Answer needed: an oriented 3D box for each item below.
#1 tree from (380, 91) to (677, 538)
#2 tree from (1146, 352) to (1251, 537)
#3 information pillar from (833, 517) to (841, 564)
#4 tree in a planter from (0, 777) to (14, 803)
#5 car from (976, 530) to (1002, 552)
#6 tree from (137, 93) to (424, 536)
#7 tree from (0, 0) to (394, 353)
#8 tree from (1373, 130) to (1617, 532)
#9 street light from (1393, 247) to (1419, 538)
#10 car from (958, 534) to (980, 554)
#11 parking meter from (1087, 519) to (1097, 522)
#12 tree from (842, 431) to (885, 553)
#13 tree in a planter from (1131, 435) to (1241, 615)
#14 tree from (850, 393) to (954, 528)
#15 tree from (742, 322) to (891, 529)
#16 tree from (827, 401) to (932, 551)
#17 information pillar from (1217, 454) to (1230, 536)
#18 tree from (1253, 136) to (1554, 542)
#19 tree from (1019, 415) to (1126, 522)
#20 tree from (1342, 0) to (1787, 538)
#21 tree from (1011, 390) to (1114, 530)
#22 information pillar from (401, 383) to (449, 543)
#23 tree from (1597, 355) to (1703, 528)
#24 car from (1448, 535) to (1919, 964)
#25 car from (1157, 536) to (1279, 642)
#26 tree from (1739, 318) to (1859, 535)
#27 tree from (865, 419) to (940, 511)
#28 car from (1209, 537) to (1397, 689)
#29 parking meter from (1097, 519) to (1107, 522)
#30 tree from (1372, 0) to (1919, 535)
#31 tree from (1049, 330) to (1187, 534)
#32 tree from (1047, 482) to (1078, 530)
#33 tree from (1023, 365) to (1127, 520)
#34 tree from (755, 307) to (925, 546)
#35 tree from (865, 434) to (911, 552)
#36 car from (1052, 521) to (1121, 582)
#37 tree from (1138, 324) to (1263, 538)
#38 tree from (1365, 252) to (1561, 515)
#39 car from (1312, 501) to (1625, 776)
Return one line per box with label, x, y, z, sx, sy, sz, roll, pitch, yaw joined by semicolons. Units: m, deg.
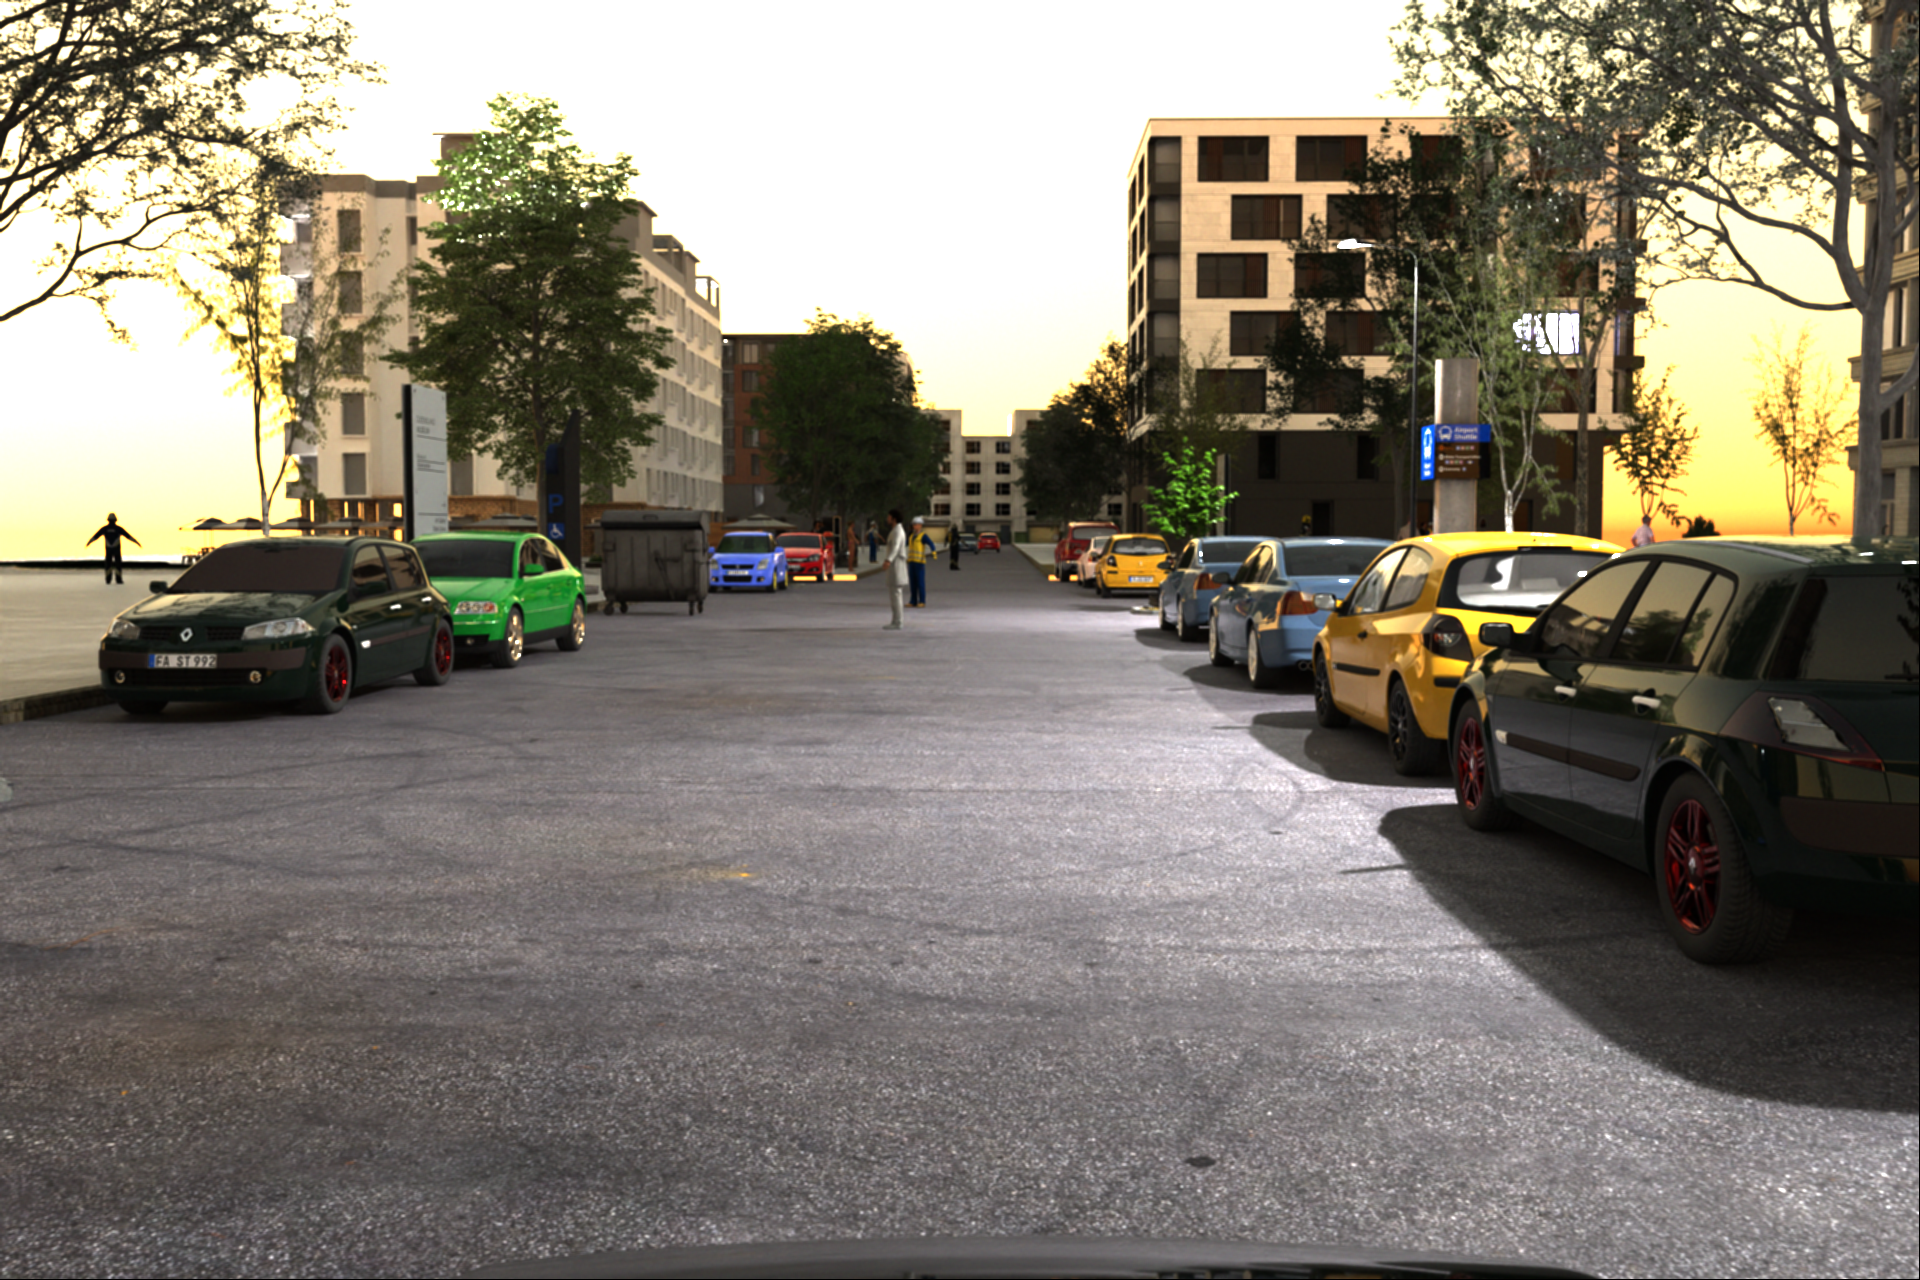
tree;-11.316;-7.790;45.492;7.486;12.596;7.792;0;3;0
tree;9.792;-7.280;69.391;4.737;8.622;4.395;0;3;0
information pillar;-5.202;-4.215;73.404;0.304;2.012;0.304;0;4;0
tree in a planter;-6.114;-0.708;8.795;1.991;3.239;1.994;0;4;1
car;2.231;-7.786;136.341;2.155;1.783;4.494;0;4;1
tree;-12.070;-4.833;29.383;4.360;8.622;3.978;0;3;0
tree;-11.521;-6.652;19.138;12.009;13.543;11.850;0;3;0
tree;10.210;-4.962;31.489;4.360;8.622;3.978;0;3;0
street light;7.736;-3.355;27.392;1.470;5.913;1.316;0;4;1
car;0.434;-6.829;123.653;2.014;1.417;4.499;0;4;2
parking meter;5.050;-3.685;65.966;0.399;1.863;0.255;0;4;2
tree;-6.405;-10.066;114.939;4.737;8.622;4.395;0;3;0
tree in a planter;4.116;-2.082;31.263;1.991;3.239;1.994;0;4;1
tree;-5.487;-15.310;156.976;9.857;13.997;8.962;0;3;0
tree;-7.072;-9.731;84.861;9.928;11.665;9.643;0;3;0
tree;-6.075;-12.487;129.910;9.928;11.665;9.643;0;3;0
information pillar;7.832;-3.686;51.577;0.184;3.620;1.656;0;4;1
tree;10.339;-6.556;41.596;7.601;10.594;8.767;-2;4;-27
tree;8.950;-12.277;135.144;8.767;10.594;7.601;0;4;-4
tree;19.094;-12.297;56.944;12.611;20.169;13.585;0;3;0
tree;9.126;-14.866;149.717;9.857;13.997;8.962;0;3;0
information pillar;-8.591;-2.236;27.882;0.184;3.620;1.656;0;4;2
tree;28.056;-7.350;70.542;4.737;8.622;4.395;0;3;0
car;3.301;0.161;7.151;2.009;1.686;4.222;0;4;1
car;3.818;-0.753;24.311;2.014;1.417;4.499;0;4;1
tree;28.429;-6.665;59.336;4.360;8.622;3.978;0;3;0
tree;-5.499;-13.420;145.179;9.928;11.665;9.643;0;3;0
car;3.583;-0.324;17.293;2.014;1.417;4.499;0;4;1
parking meter;5.380;-3.651;65.406;0.399;1.863;0.255;0;4;2
tree;9.719;-6.584;18.012;12.009;13.543;11.850;0;3;0
tree;7.615;-8.896;79.861;7.601;10.594;8.767;0;4;-5
tree;9.611;-12.740;158.655;4.360;8.622;3.978;0;3;0
tree;9.595;-13.082;124.260;12.009;13.543;11.850;0;3;0
tree;-6.685;-11.732;98.477;9.857;13.997;8.962;0;3;0
tree;-5.621;-10.477;121.667;4.737;8.622;4.395;0;3;0
car;4.014;-2.738;53.440;2.281;1.827;5.304;0;4;0
tree;8.067;-6.805;61.617;4.360;8.622;3.978;0;3;0
tree;20.245;-9.274;69.757;7.486;12.596;7.792;0;3;0
car;3.481;-0.088;11.661;2.015;1.641;3.980;0;4;2
